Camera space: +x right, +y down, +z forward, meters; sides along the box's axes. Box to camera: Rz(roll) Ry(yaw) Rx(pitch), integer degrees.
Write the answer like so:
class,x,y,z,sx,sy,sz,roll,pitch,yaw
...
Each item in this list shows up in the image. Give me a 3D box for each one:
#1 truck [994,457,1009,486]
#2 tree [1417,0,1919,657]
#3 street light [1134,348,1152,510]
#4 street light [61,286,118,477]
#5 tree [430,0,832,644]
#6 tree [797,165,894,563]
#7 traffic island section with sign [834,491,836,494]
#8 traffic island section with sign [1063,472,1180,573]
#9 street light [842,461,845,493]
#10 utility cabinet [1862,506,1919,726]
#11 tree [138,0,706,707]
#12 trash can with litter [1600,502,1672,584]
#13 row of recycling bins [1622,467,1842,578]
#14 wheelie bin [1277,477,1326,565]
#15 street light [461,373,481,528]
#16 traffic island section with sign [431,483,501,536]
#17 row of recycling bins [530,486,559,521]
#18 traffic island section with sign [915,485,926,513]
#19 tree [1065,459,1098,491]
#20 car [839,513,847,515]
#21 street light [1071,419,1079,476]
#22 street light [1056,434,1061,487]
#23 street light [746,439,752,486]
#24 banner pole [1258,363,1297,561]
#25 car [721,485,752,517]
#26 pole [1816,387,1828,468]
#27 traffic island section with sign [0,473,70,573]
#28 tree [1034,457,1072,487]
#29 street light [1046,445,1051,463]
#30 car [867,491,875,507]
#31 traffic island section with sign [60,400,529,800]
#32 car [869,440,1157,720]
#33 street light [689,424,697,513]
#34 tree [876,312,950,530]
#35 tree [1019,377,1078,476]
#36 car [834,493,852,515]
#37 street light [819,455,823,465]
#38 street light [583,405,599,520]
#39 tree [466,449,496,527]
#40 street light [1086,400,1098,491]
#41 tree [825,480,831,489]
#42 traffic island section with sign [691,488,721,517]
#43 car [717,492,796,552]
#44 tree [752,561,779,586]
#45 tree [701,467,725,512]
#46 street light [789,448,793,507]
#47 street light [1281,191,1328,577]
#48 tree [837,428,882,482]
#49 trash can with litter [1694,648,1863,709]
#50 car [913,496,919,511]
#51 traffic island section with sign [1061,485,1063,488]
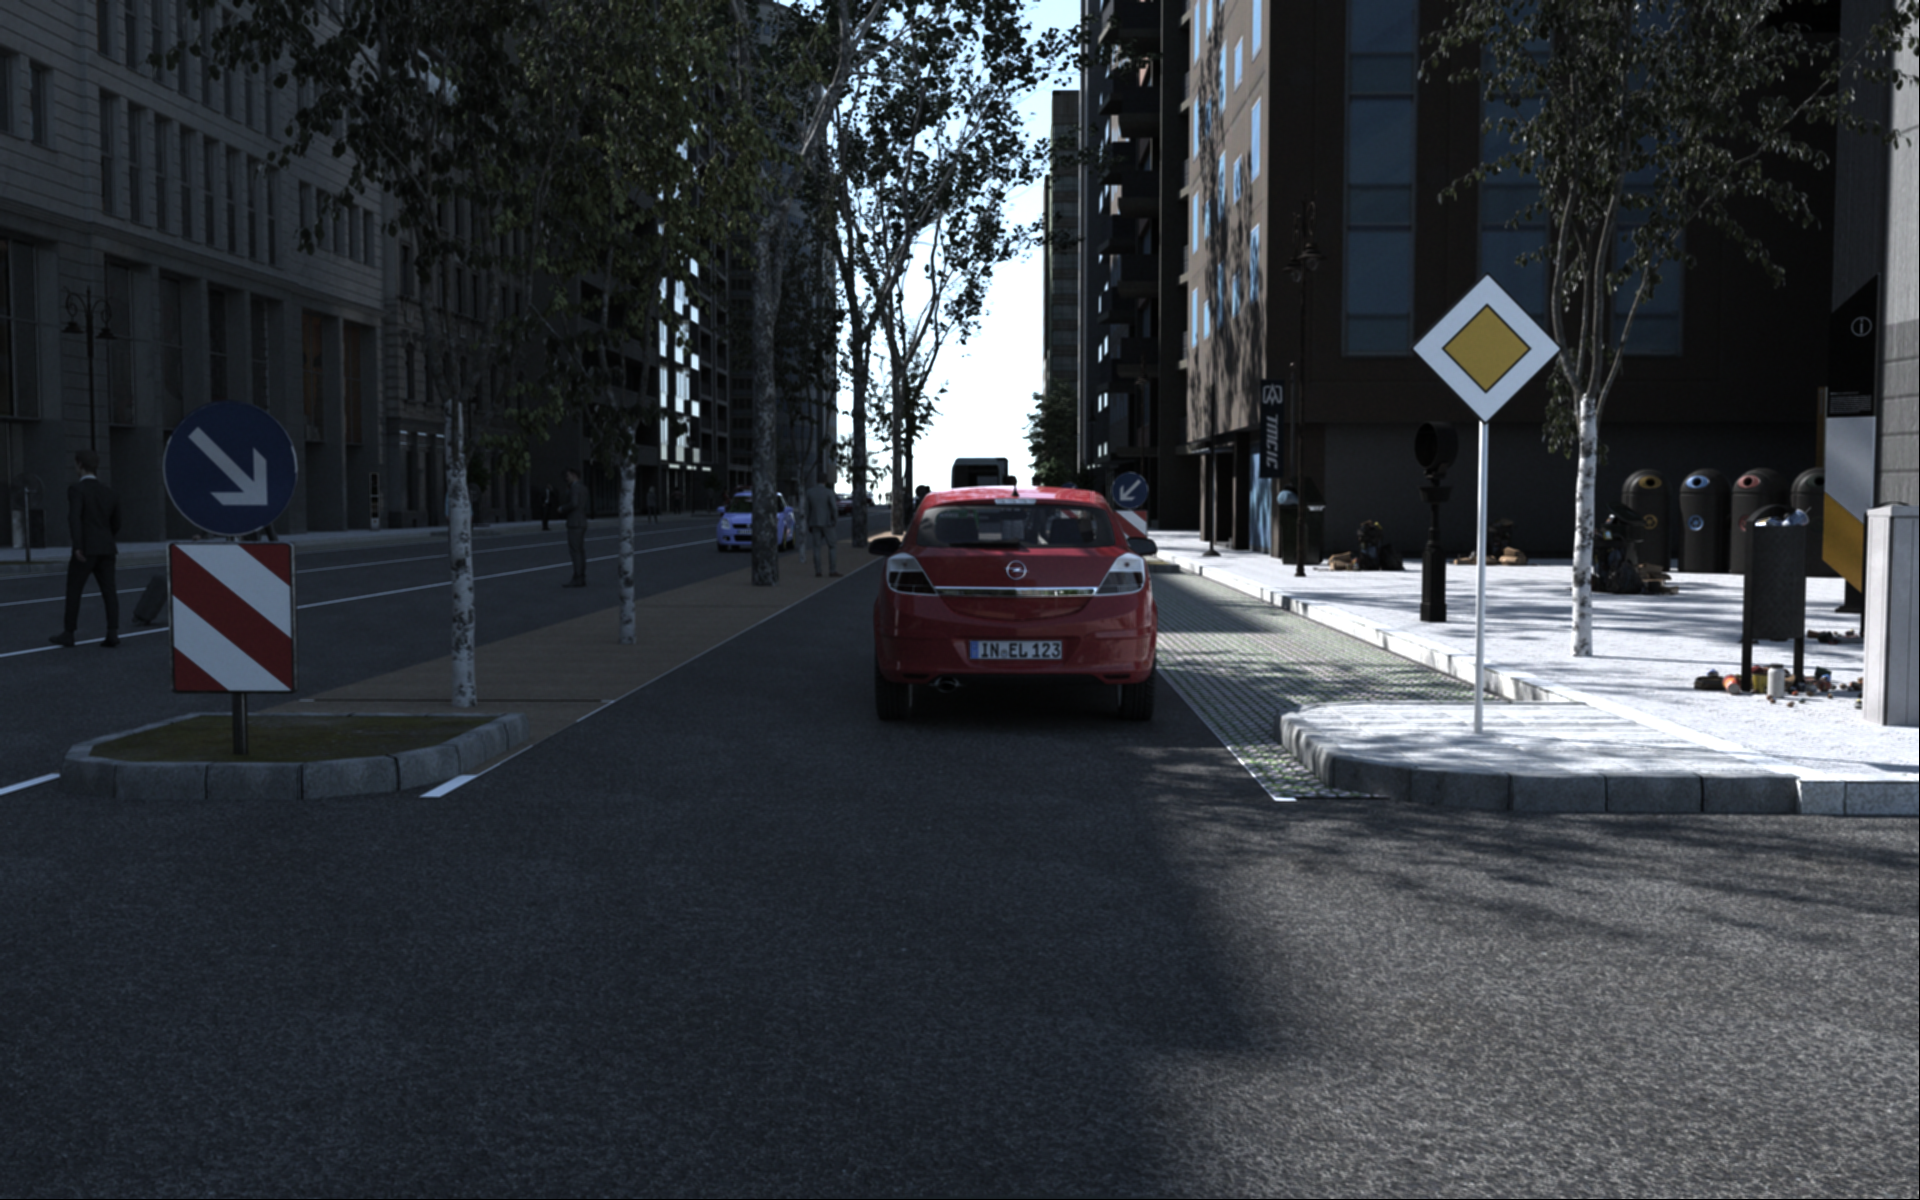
class,x,y,z,sx,sy,sz,roll,pitch,yaw
truck,2.576,-9.100,137.699,2.839,4.237,11.283,0,4,3
tree,5.153,-3.860,13.477,4.360,8.622,3.978,0,3,0
street light,5.801,-5.027,54.973,0.468,5.910,1.993,0,4,1
street light,-19.334,-4.025,38.597,0.468,5.910,1.993,0,4,1
tree,-3.205,-3.893,16.476,4.737,8.622,4.395,0,3,0
tree,-3.254,-5.052,35.426,4.360,8.622,3.978,0,3,0
traffic island section with sign,-14.033,-11.207,191.861,1.989,1.847,2.006,0,4,1
traffic island section with sign,2.990,-1.440,32.168,1.989,1.847,2.006,0,4,1
street light,-15.226,-15.484,225.949,0.468,5.910,1.993,0,4,1
utility cabinet,5.624,0.092,9.658,1.020,1.237,0.306,0,4,3
tree,-3.322,-3.567,11.140,4.360,8.622,3.978,0,3,0
trash can with litter,9.779,-0.831,24.974,0.624,1.170,1.055,-2,4,-29
row of recycling bins,12.422,-1.275,27.967,1.069,1.692,3.534,-3,5,-45
wheelie bin,6.186,-1.445,31.530,0.693,1.594,0.980,3,5,44
street light,-18.747,-5.718,66.273,0.468,5.910,1.993,0,4,1
traffic island section with sign,-16.929,-3.116,59.574,1.989,1.847,2.006,0,4,1
row of recycling bins,-21.188,-4.709,84.100,3.534,1.692,1.069,-2,4,-34
traffic island section with sign,-1.892,-4.651,84.186,2.006,1.907,1.989,0,4,1
tree,6.824,-6.137,94.947,1.663,3.219,1.824,0,3,0
car,-8.872,-6.573,119.831,2.083,1.381,4.827,0,4,2
street light,6.868,-8.001,103.604,0.468,5.910,1.993,0,4,1
street light,7.500,-9.710,131.538,0.468,5.910,1.993,0,4,1
street light,-17.265,-10.355,142.097,0.468,5.910,1.993,0,4,1
banner pole,6.133,-2.639,33.157,0.863,3.779,0.401,1,4,15
car,-9.154,-4.119,76.025,2.281,1.827,5.304,0,4,3
pole,16.420,-2.396,33.017,0.158,3.312,0.155,0,3,0
traffic island section with sign,-17.533,-1.429,31.992,1.989,1.847,2.006,0,4,1
tree,8.011,-10.136,149.430,4.285,4.588,4.351,0,3,0
street light,8.116,-11.411,159.363,0.468,5.910,1.993,0,4,1
car,-11.058,-11.772,201.152,2.281,1.827,5.304,0,4,2
traffic island section with sign,-3.527,-0.057,9.065,2.006,1.907,1.989,0,4,1
car,0.382,-0.209,12.464,2.155,1.783,4.494,0,4,1
street light,-17.648,-8.661,114.395,0.468,5.910,1.993,0,4,1
tree,-2.362,-7.113,69.124,4.737,8.622,4.395,0,3,0
tree,9.616,-15.265,167.710,7.486,12.596,7.792,0,3,0
car,-7.740,-6.431,114.191,2.155,1.783,4.494,0,4,0
street light,-15.930,-13.793,198.302,0.468,5.910,1.993,0,4,1
street light,-18.380,-6.950,86.418,0.468,5.910,1.993,0,4,1
tree,-19.172,-4.523,68.557,1.663,3.219,1.824,0,3,0
street light,6.385,-6.795,83.887,0.468,5.910,1.993,0,4,1
tree,-15.846,-12.880,205.186,1.663,3.219,1.824,0,3,0
traffic island section with sign,-15.844,-6.157,109.299,1.989,1.847,2.006,0,4,1
car,-5.174,-2.114,44.150,1.945,1.707,3.694,0,3,0
tree,-1.837,-10.223,25.489,12.611,20.169,13.585,0,3,0
tree,-17.539,-7.901,123.790,1.663,3.219,1.824,0,3,0
street light,-16.560,-12.034,169.542,0.468,5.910,1.993,0,4,1
street light,5.298,-3.303,26.787,0.468,5.910,1.993,0,4,1
tree,-15.103,-18.989,244.878,8.767,10.594,7.601,-1,4,-20
trash can with litter,5.721,-0.021,11.398,2.233,1.210,1.678,-2,4,-27
car,-3.051,-7.926,141.953,2.083,1.381,4.827,0,4,3
traffic island section with sign,3.588,-3.088,59.116,1.989,1.847,2.006,0,4,1
